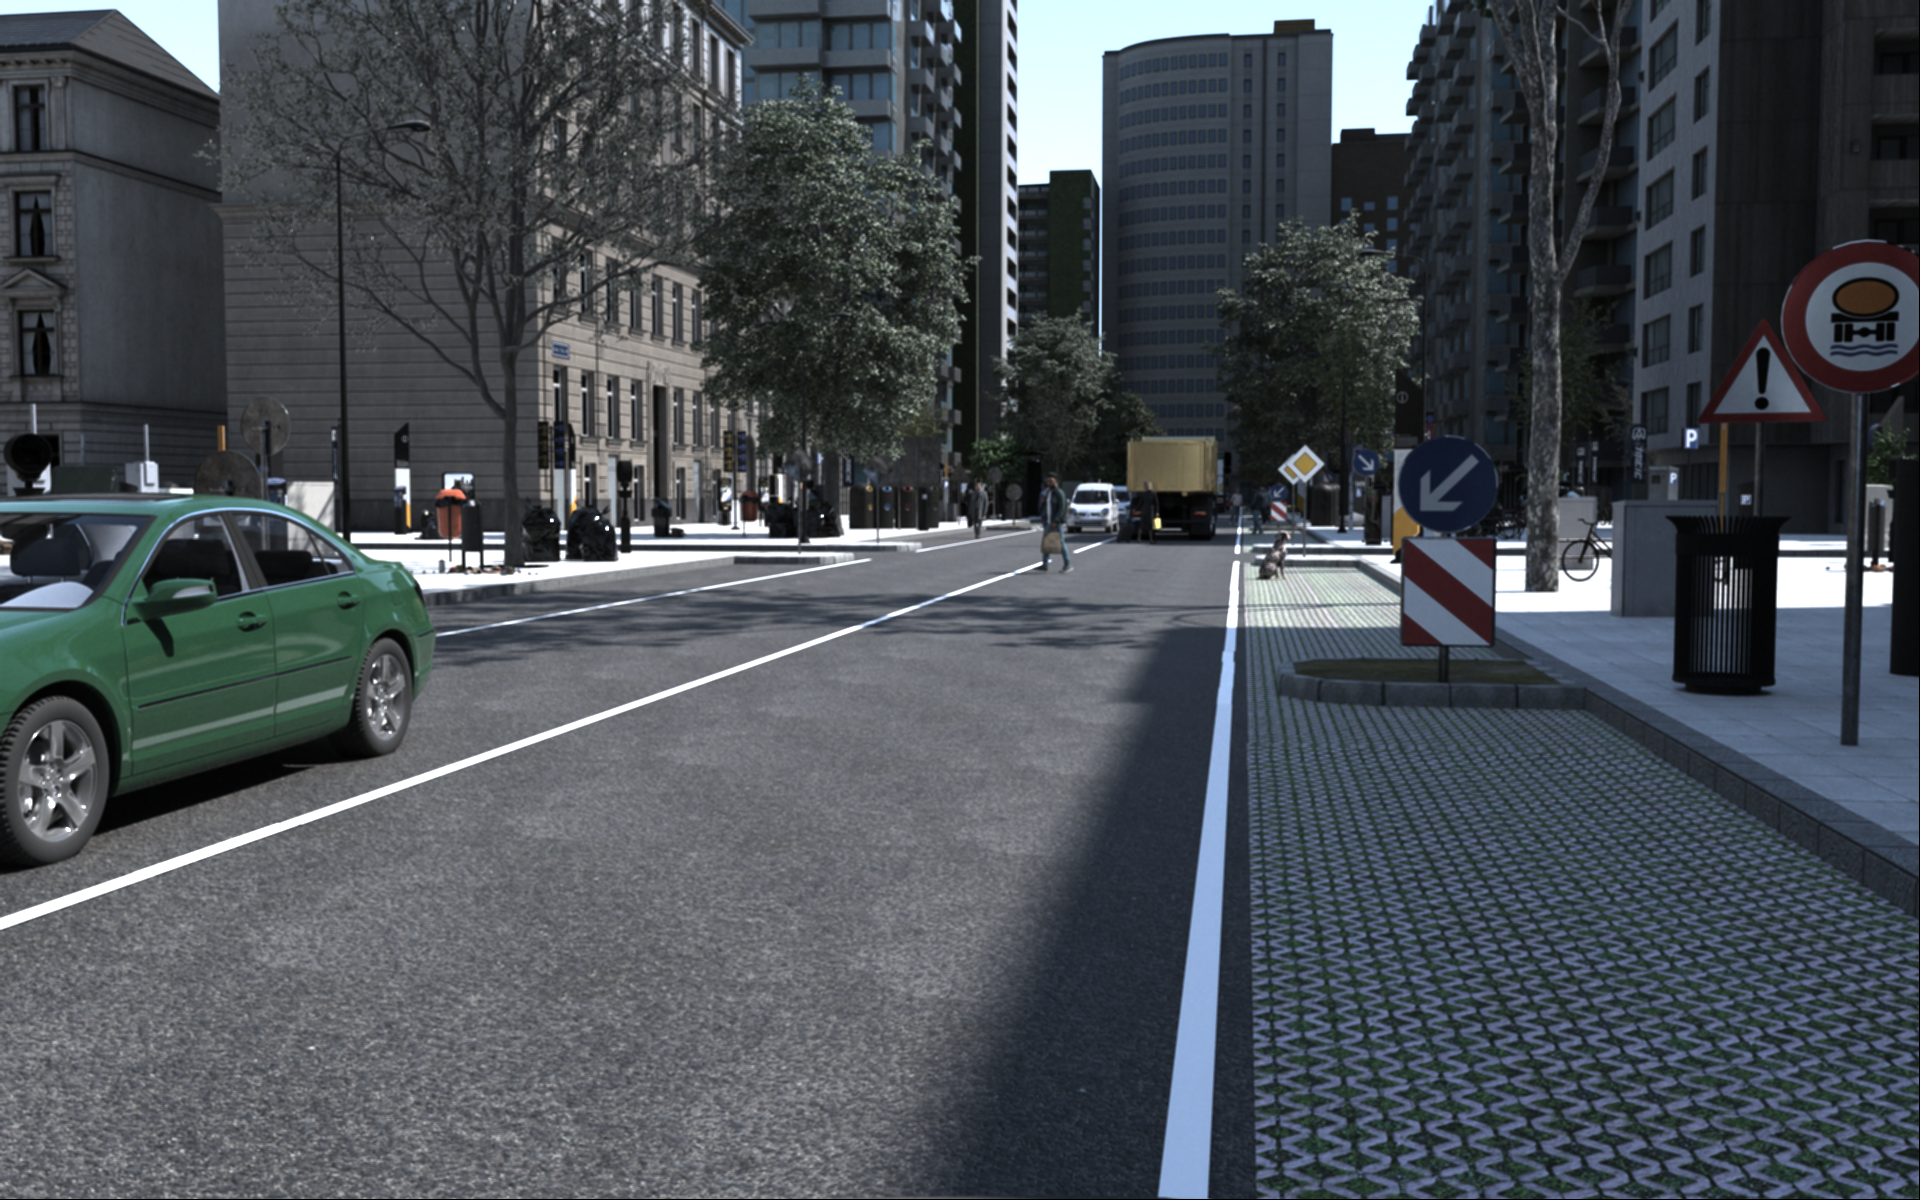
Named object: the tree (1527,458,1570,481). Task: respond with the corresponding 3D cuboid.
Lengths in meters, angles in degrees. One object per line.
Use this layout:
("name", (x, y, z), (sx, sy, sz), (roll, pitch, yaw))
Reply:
("tree", (25.431, -4.924, 75.110), (1.663, 3.219, 1.824), (0, 3, 0))

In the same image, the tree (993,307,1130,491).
("tree", (6.603, -12.891, 117.416), (9.857, 13.997, 8.962), (0, 3, 0))

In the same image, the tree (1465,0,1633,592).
("tree", (6.316, -10.135, 21.594), (12.611, 20.169, 13.585), (0, 3, 0))

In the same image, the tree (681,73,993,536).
("tree", (-3.932, -8.957, 53.107), (9.857, 13.997, 8.962), (0, 3, 0))

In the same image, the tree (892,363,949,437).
("tree", (-2.714, -8.725, 93.016), (4.737, 8.622, 4.395), (0, 3, 0))

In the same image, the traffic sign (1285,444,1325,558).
("traffic sign", (6.957, -1.916, 34.962), (0.795, 2.450, 0.064), (1, 4, 9))

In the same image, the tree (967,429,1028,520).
("tree", (1.972, -6.336, 87.304), (4.285, 4.588, 4.351), (0, 3, 0))

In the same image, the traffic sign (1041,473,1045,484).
("traffic sign", (4.462, -6.061, 99.206), (0.768, 2.556, 0.104), (1, 4, 10))

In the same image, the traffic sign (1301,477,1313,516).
("traffic sign", (17.935, -5.346, 89.534), (0.606, 2.300, 0.079), (1, 4, 18))

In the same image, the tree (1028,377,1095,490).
("tree", (6.333, -9.761, 109.948), (4.360, 8.622, 3.978), (0, 3, 0))

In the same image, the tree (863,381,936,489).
("tree", (-4.263, -8.191, 84.278), (4.360, 8.622, 3.978), (0, 3, 0))

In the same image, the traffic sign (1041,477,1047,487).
("traffic sign", (5.163, -6.285, 104.897), (0.606, 2.300, 0.079), (1, 4, 11))

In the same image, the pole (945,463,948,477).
("pole", (-0.905, -7.323, 113.582), (0.158, 3.312, 0.155), (0, 3, 0))

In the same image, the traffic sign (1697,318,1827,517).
("traffic sign", (5.963, -0.791, 12.934), (0.884, 2.594, 0.081), (1, 4, 16))

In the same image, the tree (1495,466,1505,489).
("tree", (30.067, -6.312, 97.805), (1.663, 3.219, 1.824), (0, 3, 0))

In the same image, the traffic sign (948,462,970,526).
("traffic sign", (-0.034, -4.237, 69.284), (0.884, 2.594, 0.081), (1, 4, 11))

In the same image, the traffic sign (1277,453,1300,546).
("traffic sign", (8.242, -2.398, 42.844), (0.795, 2.450, 0.064), (1, 4, 9))

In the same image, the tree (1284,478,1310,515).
("tree", (20.661, -6.848, 106.568), (1.663, 3.219, 1.824), (0, 3, 0))

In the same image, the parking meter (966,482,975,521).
("parking meter", (0.492, -4.640, 81.571), (0.399, 1.863, 0.255), (0, 3, 0))

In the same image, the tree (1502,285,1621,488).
("tree", (21.496, -6.807, 61.650), (4.737, 8.622, 4.395), (0, 3, 0))

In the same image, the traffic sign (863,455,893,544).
("traffic sign", (-2.112, -2.502, 44.547), (0.795, 2.450, 0.064), (1, 4, 9))

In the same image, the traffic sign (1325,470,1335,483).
("traffic sign", (19.783, -5.692, 93.170), (0.768, 2.556, 0.104), (1, 4, 18))

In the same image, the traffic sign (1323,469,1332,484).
("traffic sign", (18.842, -5.501, 89.944), (0.884, 2.594, 0.081), (1, 4, 10))

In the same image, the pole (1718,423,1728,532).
("pole", (18.012, -2.878, 40.897), (0.158, 3.312, 0.155), (0, 3, 0))

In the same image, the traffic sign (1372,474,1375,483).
("traffic sign", (22.701, -5.887, 96.365), (0.768, 2.556, 0.104), (1, 4, 10))

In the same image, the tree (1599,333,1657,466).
("tree", (30.822, -7.755, 77.163), (4.360, 8.622, 3.978), (0, 3, 0))

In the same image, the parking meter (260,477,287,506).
("parking meter", (-10.198, -1.061, 25.753), (0.372, 1.533, 0.369), (0, 3, 0))

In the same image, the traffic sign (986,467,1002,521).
("traffic sign", (1.606, -4.970, 81.373), (0.768, 2.556, 0.104), (1, 4, 13))

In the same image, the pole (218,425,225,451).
("pole", (-21.956, -3.530, 51.552), (0.158, 3.312, 0.155), (0, 3, 0))

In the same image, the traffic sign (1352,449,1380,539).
("traffic sign", (11.567, -3.012, 49.357), (0.768, 2.556, 0.104), (1, 4, 16))

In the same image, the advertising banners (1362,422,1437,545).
("advertising banners", (10.925, -2.869, 43.088), (0.090, 3.025, 2.074), (-3, 5, -43))

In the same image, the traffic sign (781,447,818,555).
("traffic sign", (-3.397, -2.020, 36.665), (0.795, 2.450, 0.064), (1, 4, 9))

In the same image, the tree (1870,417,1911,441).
("tree", (23.448, -2.997, 43.608), (1.663, 3.219, 1.824), (0, 3, 0))

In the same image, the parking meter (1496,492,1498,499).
("parking meter", (25.166, -4.641, 81.589), (0.255, 1.863, 0.399), (1, 4, 11))

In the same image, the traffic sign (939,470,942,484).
("traffic sign", (-1.059, -4.316, 72.695), (0.606, 2.300, 0.079), (1, 4, 18))

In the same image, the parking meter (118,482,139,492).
("parking meter", (-17.242, -1.684, 35.939), (0.372, 1.533, 0.369), (0, 3, 0))

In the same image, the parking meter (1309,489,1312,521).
("parking meter", (16.733, -4.505, 82.073), (0.372, 1.533, 0.369), (0, 3, 0))

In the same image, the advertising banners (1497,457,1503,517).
("advertising banners", (25.516, -5.254, 82.091), (0.090, 3.025, 2.074), (0, 4, 8))

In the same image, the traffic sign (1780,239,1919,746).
("traffic sign", (4.552, -0.531, 8.787), (0.768, 2.556, 0.104), (1, 4, 18))

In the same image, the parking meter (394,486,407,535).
("parking meter", (-17.668, -2.829, 54.671), (0.372, 1.533, 0.369), (0, 3, 0))

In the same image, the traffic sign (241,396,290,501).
("traffic sign", (-9.085, -1.378, 22.638), (0.768, 2.556, 0.104), (1, 4, 18))

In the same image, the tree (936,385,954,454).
("tree", (-2.498, -9.697, 108.907), (4.360, 8.622, 3.978), (0, 3, 0))

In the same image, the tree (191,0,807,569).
("tree", (-7.930, -7.304, 29.792), (12.009, 13.543, 11.850), (0, 3, 0))

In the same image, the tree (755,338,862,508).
("tree", (-7.253, -7.748, 77.045), (4.360, 8.622, 3.978), (0, 3, 0))

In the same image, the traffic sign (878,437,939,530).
("traffic sign", (-1.850, -4.142, 61.599), (2.265, 3.308, 0.079), (1, 4, 11))
